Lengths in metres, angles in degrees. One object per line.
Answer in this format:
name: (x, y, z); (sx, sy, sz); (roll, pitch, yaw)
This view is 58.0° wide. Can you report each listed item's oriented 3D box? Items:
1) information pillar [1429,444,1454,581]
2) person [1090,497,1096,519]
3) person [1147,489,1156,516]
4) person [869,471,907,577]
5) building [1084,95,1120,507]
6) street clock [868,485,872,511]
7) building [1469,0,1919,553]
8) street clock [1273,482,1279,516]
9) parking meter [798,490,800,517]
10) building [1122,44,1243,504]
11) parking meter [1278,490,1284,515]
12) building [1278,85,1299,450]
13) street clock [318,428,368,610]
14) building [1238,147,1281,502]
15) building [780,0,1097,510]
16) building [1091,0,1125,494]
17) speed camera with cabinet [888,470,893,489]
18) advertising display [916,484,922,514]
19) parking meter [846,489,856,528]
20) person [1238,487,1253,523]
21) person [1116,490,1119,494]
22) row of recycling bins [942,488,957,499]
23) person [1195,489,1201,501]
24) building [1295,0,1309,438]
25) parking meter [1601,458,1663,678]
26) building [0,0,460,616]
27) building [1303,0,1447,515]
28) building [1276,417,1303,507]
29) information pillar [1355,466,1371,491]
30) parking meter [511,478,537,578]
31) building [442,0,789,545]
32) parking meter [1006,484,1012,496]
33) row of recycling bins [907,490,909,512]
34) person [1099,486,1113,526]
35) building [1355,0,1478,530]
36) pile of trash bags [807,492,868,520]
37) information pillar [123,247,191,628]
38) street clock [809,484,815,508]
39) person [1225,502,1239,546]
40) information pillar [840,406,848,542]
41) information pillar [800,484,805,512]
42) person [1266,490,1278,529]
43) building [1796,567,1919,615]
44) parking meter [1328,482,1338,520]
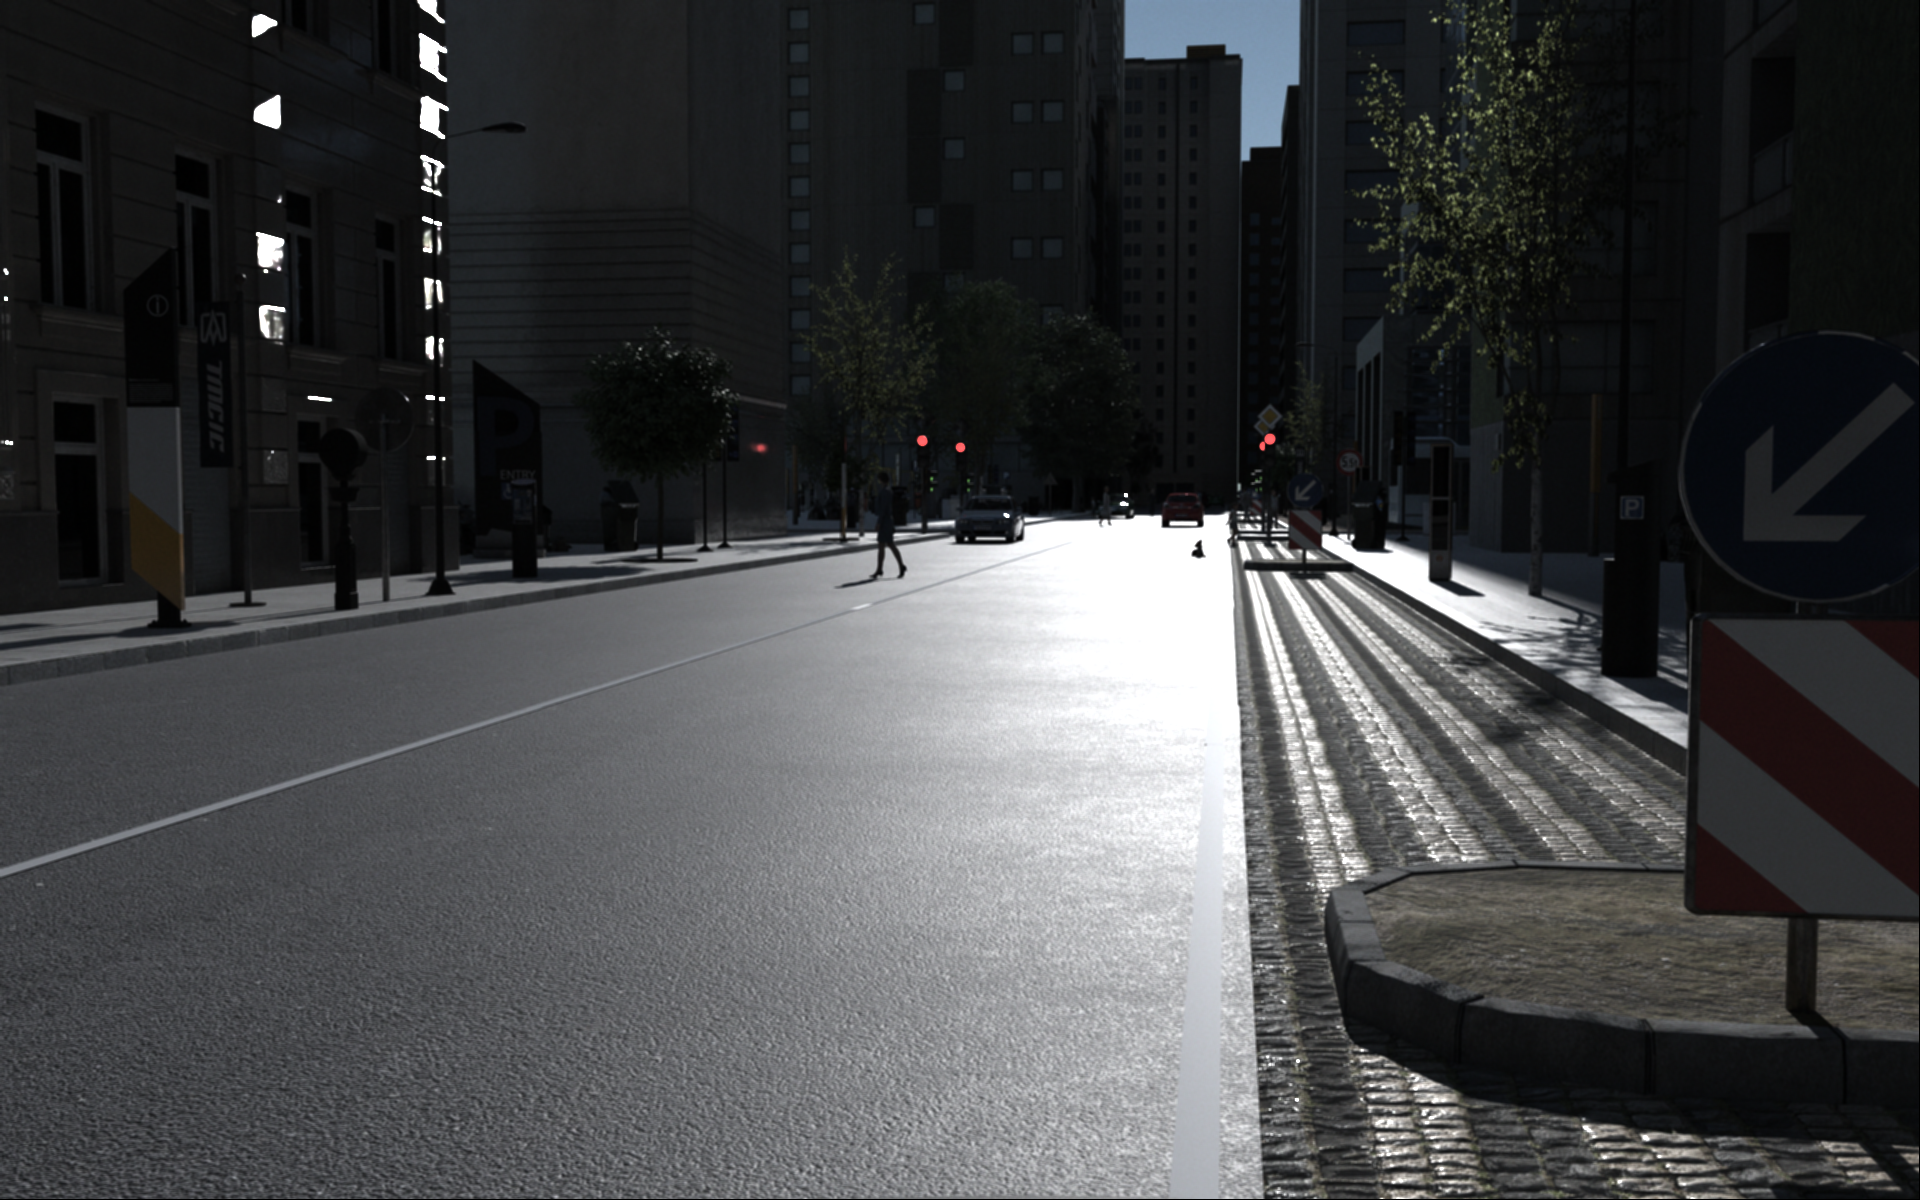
information pillar: (7.105, -1.289, 25.561); (0.304, 2.012, 0.304); (1, 4, 21)
person: (7.763, -5.370, 100.980); (0.332, 1.250, 0.352); (-2, 4, -27)
person: (12.642, -6.434, 114.125); (0.576, 1.772, 0.534); (-1, 4, -18)
person: (-1.246, -1.298, 29.738); (0.654, 1.822, 0.581); (2, 4, 30)
building: (8.465, -29.959, 173.431); (14.154, 41.232, 14.086); (1, 4, 9)
street clock: (-6.932, -7.901, 133.749); (0.358, 2.002, 0.471); (0, 4, -6)
building: (19.809, -21.940, 42.309); (14.154, 41.232, 14.086); (1, 4, 9)
street clock: (18.662, -5.981, 102.363); (0.358, 2.002, 0.471); (-1, 4, -11)
parking meter: (-9.025, -5.341, 95.728); (0.372, 1.533, 0.369); (0, 3, 0)
building: (23.282, -42.232, 232.499); (28.212, 58.520, 21.231); (1, 4, 9)
parking meter: (20.059, -6.101, 108.163); (0.372, 1.533, 0.369); (0, 3, 0)
building: (47.256, -34.982, 195.657); (21.300, 48.544, 21.600); (1, 4, 9)
street clock: (-6.828, -0.896, 19.222); (0.471, 2.002, 0.358); (0, 4, 7)
building: (43.658, -35.217, 225.905); (14.200, 45.320, 14.600); (1, 4, 9)
building: (-2.157, -34.504, 153.386); (28.713, 52.752, 27.495); (1, 4, 9)
building: (8.248, -46.685, 201.559); (20.611, 71.187, 20.563); (1, 4, 9)
speed camera with cabinet: (-5.028, -8.861, 139.205); (0.660, 3.252, 2.038); (-3, 5, -44)
advertising display: (-2.517, -6.688, 114.558); (0.123, 1.923, 0.974); (3, 5, 45)
parking meter: (-4.093, -3.460, 64.986); (0.372, 1.533, 0.369); (0, 3, 0)
person: (14.001, -4.649, 84.791); (0.678, 1.792, 0.850); (-3, 5, -40)
person: (12.457, -7.802, 136.402); (0.599, 1.781, 0.374); (0, 4, 8)
row of recycling bins: (-0.754, -6.784, 118.033); (1.069, 1.692, 3.534); (0, 4, -3)
person: (18.127, -7.541, 131.813); (0.660, 1.820, 0.620); (3, 4, 38)
building: (43.420, -34.306, 150.145); (28.713, 52.752, 27.495); (1, 4, 9)
parking meter: (4.738, -0.233, 12.219); (0.372, 1.533, 0.369); (0, 3, 0)
building: (-15.861, -13.458, 17.304); (12.463, 27.353, 25.104); (1, 4, 9)
building: (34.548, -35.286, 118.932); (21.231, 58.520, 28.212); (1, 4, 9)
building: (42.603, -45.020, 174.332); (20.563, 71.187, 20.611); (1, 4, 9)
information pillar: (10.614, -2.520, 45.688); (0.304, 2.012, 0.304); (-1, 4, -20)
parking meter: (-6.711, -1.117, 26.678); (0.372, 1.533, 0.369); (0, 3, 0)
building: (-14.837, -12.244, 49.348); (18.267, 20.994, 9.793); (1, 4, 9)
parking meter: (2.914, -5.962, 103.190); (0.255, 1.863, 0.399); (-2, 4, -24)
row of recycling bins: (-4.109, -6.945, 120.663); (1.069, 1.692, 3.534); (0, 4, 3)
person: (6.584, -4.246, 78.279); (0.624, 1.780, 0.694); (1, 4, 19)
building: (32.234, -46.242, 68.725); (31.000, 86.520, 22.319); (1, 4, 9)
pile of trash bags: (-5.866, -4.675, 86.184); (1.912, 1.369, 3.447); (3, 5, 41)
information pillar: (-7.679, -1.540, 16.536); (0.504, 3.616, 0.183); (0, 3, 0)
street clock: (-11.698, -8.205, 138.720); (0.358, 2.002, 0.471); (0, 4, 2)
person: (7.588, -2.125, 48.259); (0.382, 1.210, 0.505); (1, 4, 14)
information pillar: (-3.105, -3.368, 46.414); (0.183, 3.616, 0.504); (0, 4, 2)
information pillar: (-11.410, -7.389, 125.297); (0.304, 2.012, 0.304); (-2, 4, -27)
person: (12.297, -3.528, 67.990); (0.589, 1.601, 0.330); (-1, 4, -22)
building: (17.166, -20.600, 20.412); (14.154, 41.232, 14.086); (1, 4, 9)
parking meter: (18.564, -4.925, 86.230); (0.399, 1.863, 0.255); (3, 4, 38)
